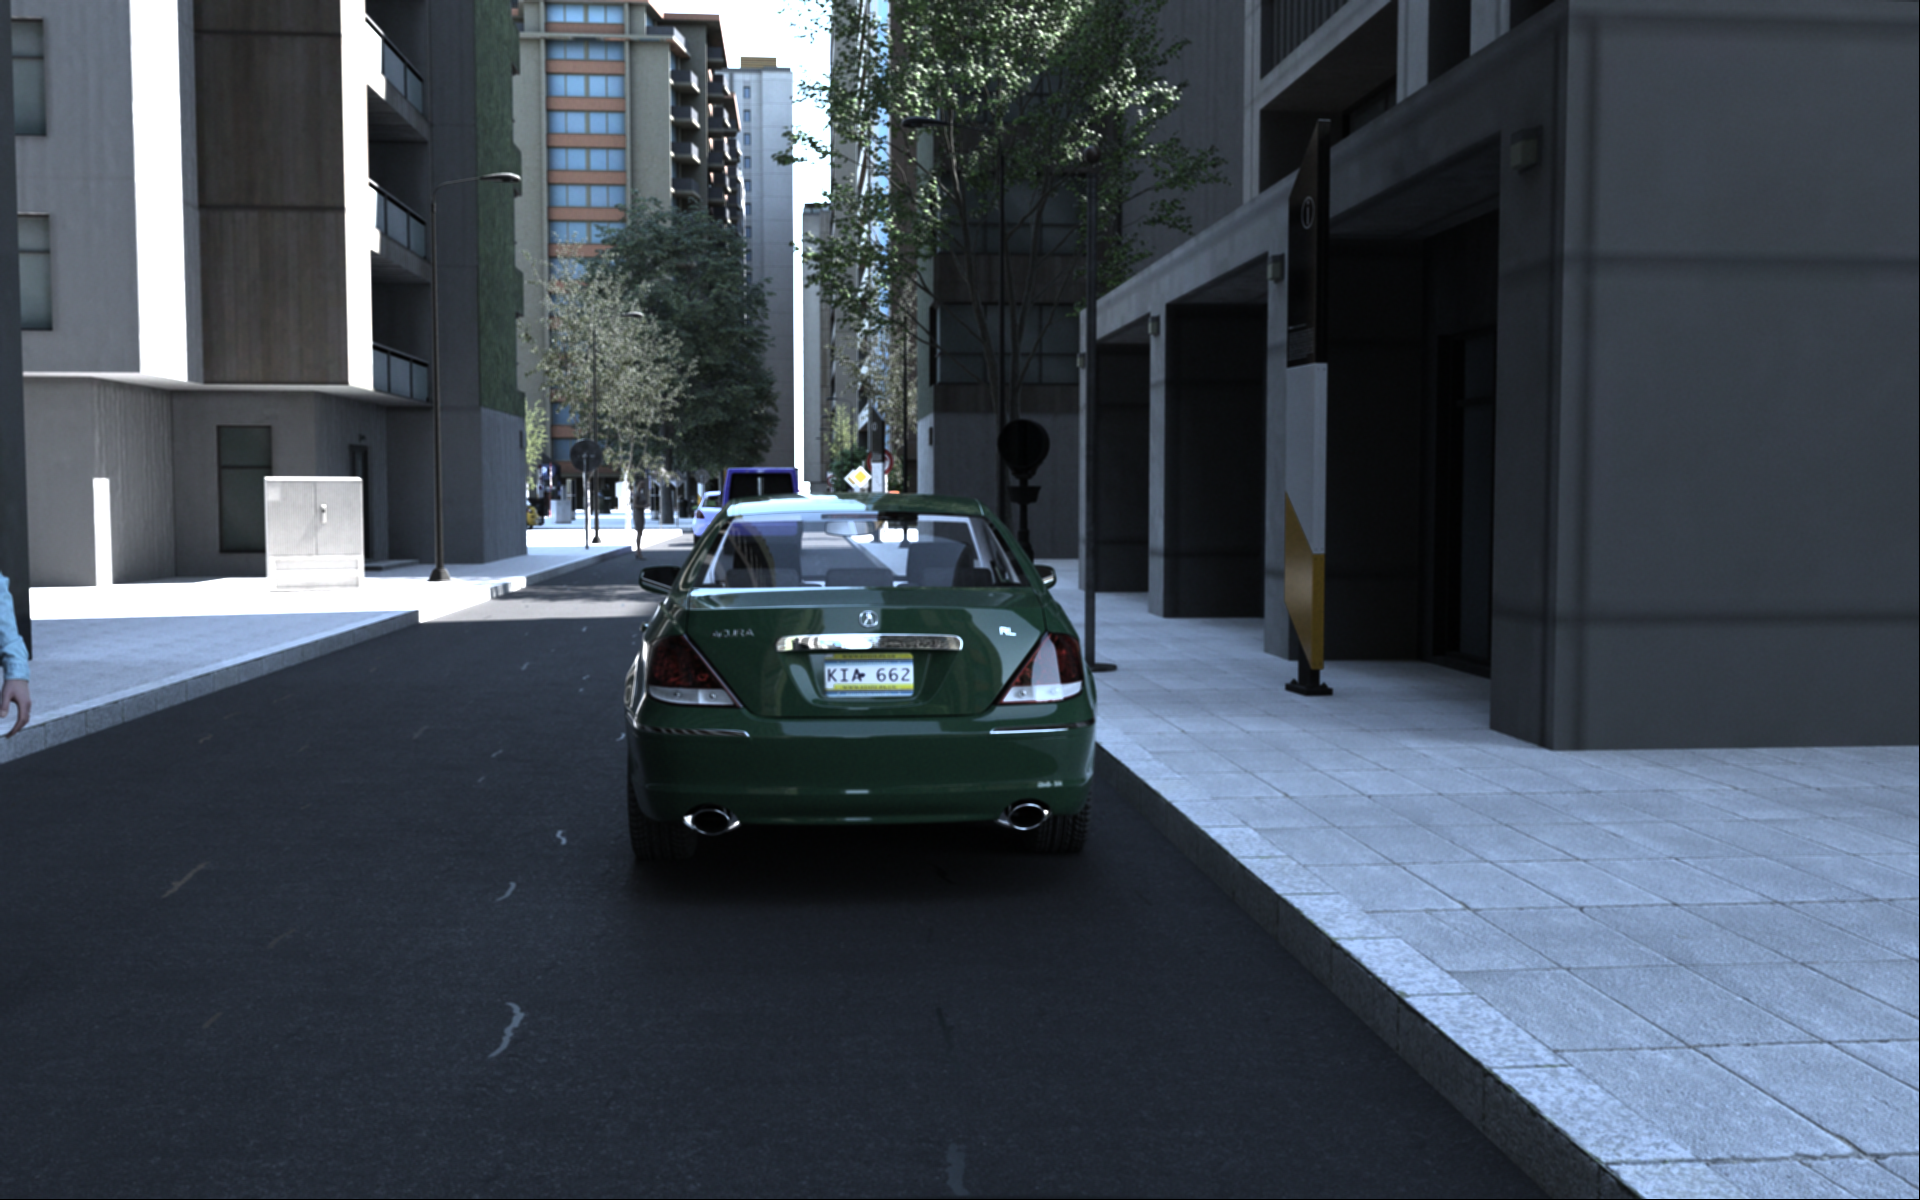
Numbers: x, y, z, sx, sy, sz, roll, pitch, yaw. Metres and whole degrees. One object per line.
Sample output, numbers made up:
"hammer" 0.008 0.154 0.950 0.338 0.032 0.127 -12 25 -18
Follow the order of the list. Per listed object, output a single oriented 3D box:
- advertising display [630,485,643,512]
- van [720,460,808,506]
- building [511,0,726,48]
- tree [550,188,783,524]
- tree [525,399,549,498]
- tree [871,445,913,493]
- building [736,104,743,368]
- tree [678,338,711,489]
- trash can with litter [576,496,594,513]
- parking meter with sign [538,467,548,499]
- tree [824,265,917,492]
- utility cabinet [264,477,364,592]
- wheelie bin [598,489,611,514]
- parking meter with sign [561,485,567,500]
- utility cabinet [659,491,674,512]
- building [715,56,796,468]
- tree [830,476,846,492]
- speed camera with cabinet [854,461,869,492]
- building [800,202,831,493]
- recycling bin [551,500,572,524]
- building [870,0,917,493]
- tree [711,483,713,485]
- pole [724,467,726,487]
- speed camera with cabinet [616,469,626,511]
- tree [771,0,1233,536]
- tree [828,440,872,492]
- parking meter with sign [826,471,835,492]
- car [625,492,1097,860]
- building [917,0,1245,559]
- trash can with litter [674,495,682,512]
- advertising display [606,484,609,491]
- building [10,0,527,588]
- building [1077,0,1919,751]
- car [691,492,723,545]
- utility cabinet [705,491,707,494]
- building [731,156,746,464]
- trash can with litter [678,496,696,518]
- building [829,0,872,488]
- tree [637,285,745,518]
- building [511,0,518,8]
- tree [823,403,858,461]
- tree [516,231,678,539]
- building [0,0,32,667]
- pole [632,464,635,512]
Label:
"advertising display" -23.636 -7.431 126.714 0.974 1.923 0.123 1 4 14
"van" -4.858 -2.345 42.733 2.240 2.365 5.245 0 4 -6
"building" -32.023 -30.651 155.775 22.147 44.769 28.867 0 4 -5
"tree" -12.469 -10.225 73.841 9.857 13.997 8.962 0 3 0
"tree" -32.232 -10.870 128.094 4.737 8.622 4.395 0 3 0
"tree" -2.508 -4.520 68.501 1.663 3.219 1.824 0 3 0
"building" -34.559 -32.426 184.797 22.147 44.769 28.867 0 4 -5
"tree" -10.671 -6.448 55.784 4.360 8.622 3.978 0 3 0
"trash can with litter" -25.376 -6.457 116.626 2.233 1.210 1.678 2 4 31
"parking meter with sign" -26.579 -6.958 110.022 0.543 3.016 1.738 0 4 -4
"tree" -2.197 -6.466 56.089 4.360 8.622 3.978 0 3 0
"utility cabinet" -8.437 -0.854 22.648 1.173 1.500 0.318 -2 4 -27
"wheelie bin" -22.785 -6.292 110.777 0.693 1.594 0.980 3 4 37
"parking meter with sign" -32.472 -8.885 141.525 0.543 3.016 1.738 1 4 16
"utility cabinet" -18.980 -6.294 111.579 0.318 1.500 1.173 3 5 39
"building" -36.596 -42.432 235.765 28.212 58.520 21.231 0 4 -5
"tree" -7.833 -7.323 114.329 1.663 3.219 1.824 0 3 0
"speed camera with cabinet" -5.280 -6.636 102.841 2.038 3.252 0.660 -3 4 -38
"building" -14.579 -33.771 235.750 14.086 41.232 14.154 0 4 -5
"recycling bin" -17.293 -3.824 75.077 0.722 1.027 0.722 -2 4 -31
"building" 2.339 -27.131 93.699 14.600 45.320 14.200 0 4 -5
"tree" -16.347 -9.671 108.485 4.360 8.622 3.978 0 3 0
"pole" -15.766 -7.494 116.365 0.158 3.312 0.155 0 3 0
"speed camera with cabinet" -25.635 -8.376 131.281 0.660 3.252 2.038 0 4 0
"tree" 0.750 -6.291 28.612 9.928 11.665 9.643 0 3 0
"tree" -6.421 -7.470 105.853 4.285 4.588 4.351 0 3 0
"parking meter with sign" -9.678 -8.340 132.626 0.543 3.016 1.738 -2 4 -26
"car" -0.512 0.215 8.279 2.131 1.459 4.920 0 4 -5
"building" 5.846 -16.442 40.526 14.160 30.474 14.107 0 4 -5
"trash can with litter" -20.560 -7.110 127.312 1.678 1.210 2.233 -2 4 -26
"advertising display" -23.188 -6.649 113.930 0.123 1.923 0.974 0 4 -8
"building" -15.587 -21.079 28.237 14.154 41.232 14.086 0 4 -5
"building" 12.705 -35.086 11.916 20.563 71.187 20.611 0 4 -5
"car" -6.680 -2.428 49.290 1.945 1.707 3.694 0 4 -6
"utility cabinet" -18.304 -7.049 123.935 0.318 1.500 1.173 -1 4 -13
"building" -32.966 -32.158 209.384 14.086 41.232 14.154 0 4 -5
"trash can with litter" -16.268 -5.612 103.139 1.055 1.170 0.624 0 4 8
"building" -0.884 -32.591 156.571 21.300 48.544 21.600 0 4 -5
"tree" -15.060 -10.765 94.140 7.486 12.596 7.792 0 3 0
"building" -60.976 -48.598 232.828 20.611 71.187 20.563 0 4 -5
"tree" -9.091 -11.510 138.553 4.737 8.622 4.395 0 3 0
"tree" -10.450 -6.007 48.577 4.360 8.622 3.978 0 3 0
"building" -16.825 -23.047 0.516 21.300 48.544 21.600 0 4 -5
"pole" -22.188 -7.582 117.805 0.158 3.312 0.155 0 3 0
